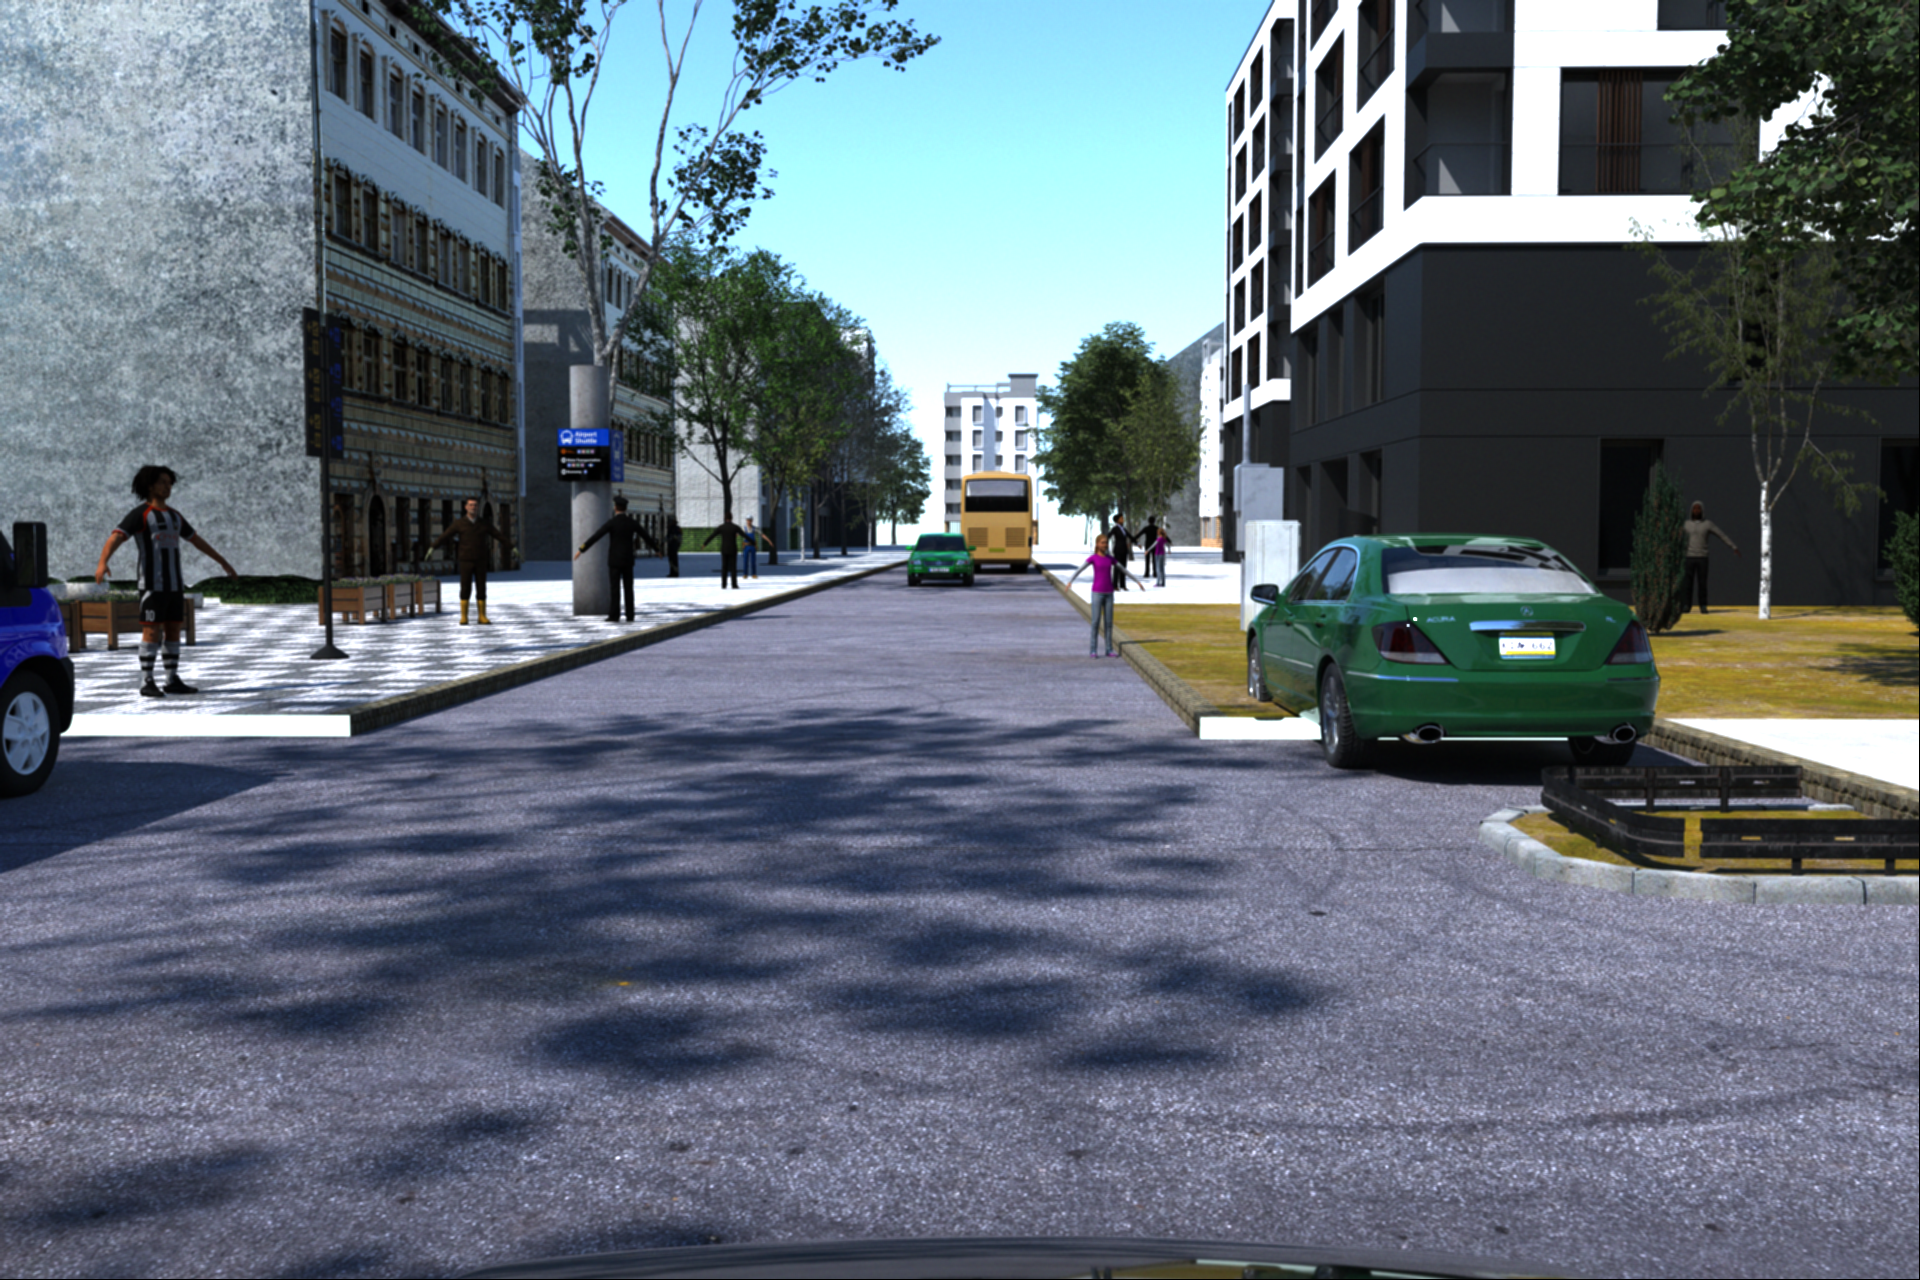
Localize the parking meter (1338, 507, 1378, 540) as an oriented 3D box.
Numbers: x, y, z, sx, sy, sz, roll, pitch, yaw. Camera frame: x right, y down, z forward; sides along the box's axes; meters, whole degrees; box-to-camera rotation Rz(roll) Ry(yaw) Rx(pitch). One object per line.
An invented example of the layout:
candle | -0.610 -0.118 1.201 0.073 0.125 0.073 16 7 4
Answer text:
parking meter | 3.791 -0.498 16.546 0.372 1.533 0.369 0 3 0

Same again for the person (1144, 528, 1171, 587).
person | 4.817 -2.007 42.075 0.599 1.433 0.991 3 5 44

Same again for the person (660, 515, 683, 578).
person | -8.494 -2.776 51.159 0.705 1.856 1.354 -2 4 -33

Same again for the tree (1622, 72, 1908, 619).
tree | 12.267 -4.629 26.053 4.360 8.622 3.978 0 3 0

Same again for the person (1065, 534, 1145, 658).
person | 1.668 -0.507 20.012 0.991 1.433 0.599 -1 4 -19

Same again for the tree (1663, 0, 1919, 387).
tree | 9.030 -6.405 11.382 9.857 13.997 8.962 0 3 0

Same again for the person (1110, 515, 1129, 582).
person | 4.208 -2.441 46.104 0.705 1.806 1.347 -1 4 -10

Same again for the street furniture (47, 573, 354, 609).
street furniture | -14.650 -0.949 31.143 5.734 0.657 10.072 2 4 24

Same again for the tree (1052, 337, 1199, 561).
tree | 7.831 -9.052 82.412 7.601 10.594 8.767 1 4 10

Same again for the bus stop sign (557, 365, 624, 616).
bus stop sign | -5.817 -2.344 27.333 0.837 3.901 0.837 0 4 3

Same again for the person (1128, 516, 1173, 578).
person | 5.615 -2.737 50.932 1.347 1.806 0.705 0 4 -7

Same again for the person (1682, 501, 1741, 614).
person | 11.905 -1.338 28.008 1.348 1.813 0.705 2 4 30

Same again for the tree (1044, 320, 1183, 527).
tree | 8.216 -10.677 92.693 7.486 12.596 7.792 0 3 0

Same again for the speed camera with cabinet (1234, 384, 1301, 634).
speed camera with cabinet | 3.949 -1.707 22.252 0.660 3.252 2.038 0 4 2

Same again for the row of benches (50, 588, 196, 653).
row of benches | -10.067 -0.173 18.286 1.422 0.672 4.104 2 4 29

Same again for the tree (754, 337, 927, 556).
tree | -7.080 -11.805 103.386 12.009 13.543 11.850 0 3 0

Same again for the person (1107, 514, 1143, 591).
person | 3.664 -1.973 38.984 1.216 1.740 0.721 -3 5 -43

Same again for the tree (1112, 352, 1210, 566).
tree | 8.314 -7.325 70.122 4.360 8.622 3.978 0 3 0

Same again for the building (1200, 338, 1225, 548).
building | 28.482 -19.036 167.650 16.016 20.090 11.380 0 4 1

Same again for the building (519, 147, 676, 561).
building | -25.910 -15.902 90.919 19.493 23.208 18.063 0 4 1

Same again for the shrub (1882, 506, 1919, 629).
shrub | 12.431 -1.049 21.568 1.690 2.028 1.600 0 3 0

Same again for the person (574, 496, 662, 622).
person | -4.958 -1.184 25.299 1.347 1.837 0.705 -2 4 -31

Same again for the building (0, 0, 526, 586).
building | -24.896 -13.493 51.541 19.493 23.208 18.063 0 4 1

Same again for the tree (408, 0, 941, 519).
tree | -7.197 -11.249 39.809 12.611 20.169 13.585 0 3 0

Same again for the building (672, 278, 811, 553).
building | -21.899 -16.458 135.539 16.747 18.905 31.486 0 4 2

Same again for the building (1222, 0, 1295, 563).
building | 26.190 -14.561 82.052 27.936 21.610 32.646 0 4 1

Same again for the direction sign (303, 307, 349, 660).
direction sign | -6.501 -1.576 17.759 0.379 3.537 0.876 0 4 2

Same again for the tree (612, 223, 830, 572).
tree | -8.000 -8.135 58.760 9.928 11.665 9.643 0 3 0

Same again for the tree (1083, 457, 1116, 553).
tree | 8.997 -10.248 117.922 4.737 8.622 4.395 0 3 0

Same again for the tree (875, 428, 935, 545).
tree | -7.776 -18.289 205.682 9.857 13.997 8.962 0 3 0

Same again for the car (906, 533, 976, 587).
car | -0.514 -2.434 48.599 1.959 1.807 4.718 0 4 1

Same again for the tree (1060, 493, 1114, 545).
tree | 15.553 -16.831 209.592 7.601 10.594 8.767 0 4 6

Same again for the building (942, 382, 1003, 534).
building | -1.799 -21.396 208.702 11.380 20.090 16.016 1 4 8

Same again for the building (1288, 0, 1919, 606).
building | 22.474 -12.364 46.125 27.936 21.610 32.646 0 4 1

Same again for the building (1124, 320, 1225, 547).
building | 27.456 -21.534 183.005 19.493 23.208 18.063 0 4 1

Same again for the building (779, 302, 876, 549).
building | -23.094 -19.879 169.004 27.936 21.610 32.646 0 4 1

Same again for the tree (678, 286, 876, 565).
tree | -7.585 -8.918 71.568 9.928 11.665 9.643 0 3 0

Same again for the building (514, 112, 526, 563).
building | -24.586 -12.674 63.638 16.016 20.090 11.380 0 4 2

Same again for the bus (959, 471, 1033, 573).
bus | 1.344 -4.602 66.789 2.896 3.916 12.252 0 4 0

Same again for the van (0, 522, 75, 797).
van | -6.065 -0.205 7.729 2.240 2.365 5.245 0 4 2

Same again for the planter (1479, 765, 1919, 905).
planter | 3.409 0.823 7.689 1.991 0.319 1.994 0 4 2

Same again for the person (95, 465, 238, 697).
person | -6.332 -0.466 13.755 0.704 1.843 1.345 1 4 23

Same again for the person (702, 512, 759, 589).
person | -5.411 -2.106 40.653 1.346 1.802 0.704 0 4 3

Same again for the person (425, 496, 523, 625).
person | -6.894 -1.126 24.540 1.346 1.812 0.704 -2 4 -25

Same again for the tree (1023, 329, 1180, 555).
tree | 8.862 -12.246 106.877 9.857 13.997 8.962 0 3 0

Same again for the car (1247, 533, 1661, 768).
car | 3.180 -0.013 12.016 2.131 1.459 4.920 0 3 0

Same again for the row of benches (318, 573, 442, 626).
row of benches | -8.705 -0.651 26.101 1.422 0.672 4.104 0 4 -1

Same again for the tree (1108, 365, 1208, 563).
tree | 8.649 -7.646 75.378 4.737 8.622 4.395 0 3 0

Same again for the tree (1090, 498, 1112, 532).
tree | 16.839 -15.455 203.051 4.360 8.622 3.978 0 3 0

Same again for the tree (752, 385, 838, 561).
tree | -7.596 -7.985 80.913 4.737 8.622 4.395 0 3 0

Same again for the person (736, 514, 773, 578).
person | -6.079 -2.706 50.099 1.347 1.847 0.705 -1 4 -12

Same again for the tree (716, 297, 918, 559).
tree | -7.258 -10.922 88.944 12.009 13.543 11.850 0 3 0

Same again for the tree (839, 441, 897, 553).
tree | -5.963 -10.063 114.889 4.360 8.622 3.978 0 3 0
